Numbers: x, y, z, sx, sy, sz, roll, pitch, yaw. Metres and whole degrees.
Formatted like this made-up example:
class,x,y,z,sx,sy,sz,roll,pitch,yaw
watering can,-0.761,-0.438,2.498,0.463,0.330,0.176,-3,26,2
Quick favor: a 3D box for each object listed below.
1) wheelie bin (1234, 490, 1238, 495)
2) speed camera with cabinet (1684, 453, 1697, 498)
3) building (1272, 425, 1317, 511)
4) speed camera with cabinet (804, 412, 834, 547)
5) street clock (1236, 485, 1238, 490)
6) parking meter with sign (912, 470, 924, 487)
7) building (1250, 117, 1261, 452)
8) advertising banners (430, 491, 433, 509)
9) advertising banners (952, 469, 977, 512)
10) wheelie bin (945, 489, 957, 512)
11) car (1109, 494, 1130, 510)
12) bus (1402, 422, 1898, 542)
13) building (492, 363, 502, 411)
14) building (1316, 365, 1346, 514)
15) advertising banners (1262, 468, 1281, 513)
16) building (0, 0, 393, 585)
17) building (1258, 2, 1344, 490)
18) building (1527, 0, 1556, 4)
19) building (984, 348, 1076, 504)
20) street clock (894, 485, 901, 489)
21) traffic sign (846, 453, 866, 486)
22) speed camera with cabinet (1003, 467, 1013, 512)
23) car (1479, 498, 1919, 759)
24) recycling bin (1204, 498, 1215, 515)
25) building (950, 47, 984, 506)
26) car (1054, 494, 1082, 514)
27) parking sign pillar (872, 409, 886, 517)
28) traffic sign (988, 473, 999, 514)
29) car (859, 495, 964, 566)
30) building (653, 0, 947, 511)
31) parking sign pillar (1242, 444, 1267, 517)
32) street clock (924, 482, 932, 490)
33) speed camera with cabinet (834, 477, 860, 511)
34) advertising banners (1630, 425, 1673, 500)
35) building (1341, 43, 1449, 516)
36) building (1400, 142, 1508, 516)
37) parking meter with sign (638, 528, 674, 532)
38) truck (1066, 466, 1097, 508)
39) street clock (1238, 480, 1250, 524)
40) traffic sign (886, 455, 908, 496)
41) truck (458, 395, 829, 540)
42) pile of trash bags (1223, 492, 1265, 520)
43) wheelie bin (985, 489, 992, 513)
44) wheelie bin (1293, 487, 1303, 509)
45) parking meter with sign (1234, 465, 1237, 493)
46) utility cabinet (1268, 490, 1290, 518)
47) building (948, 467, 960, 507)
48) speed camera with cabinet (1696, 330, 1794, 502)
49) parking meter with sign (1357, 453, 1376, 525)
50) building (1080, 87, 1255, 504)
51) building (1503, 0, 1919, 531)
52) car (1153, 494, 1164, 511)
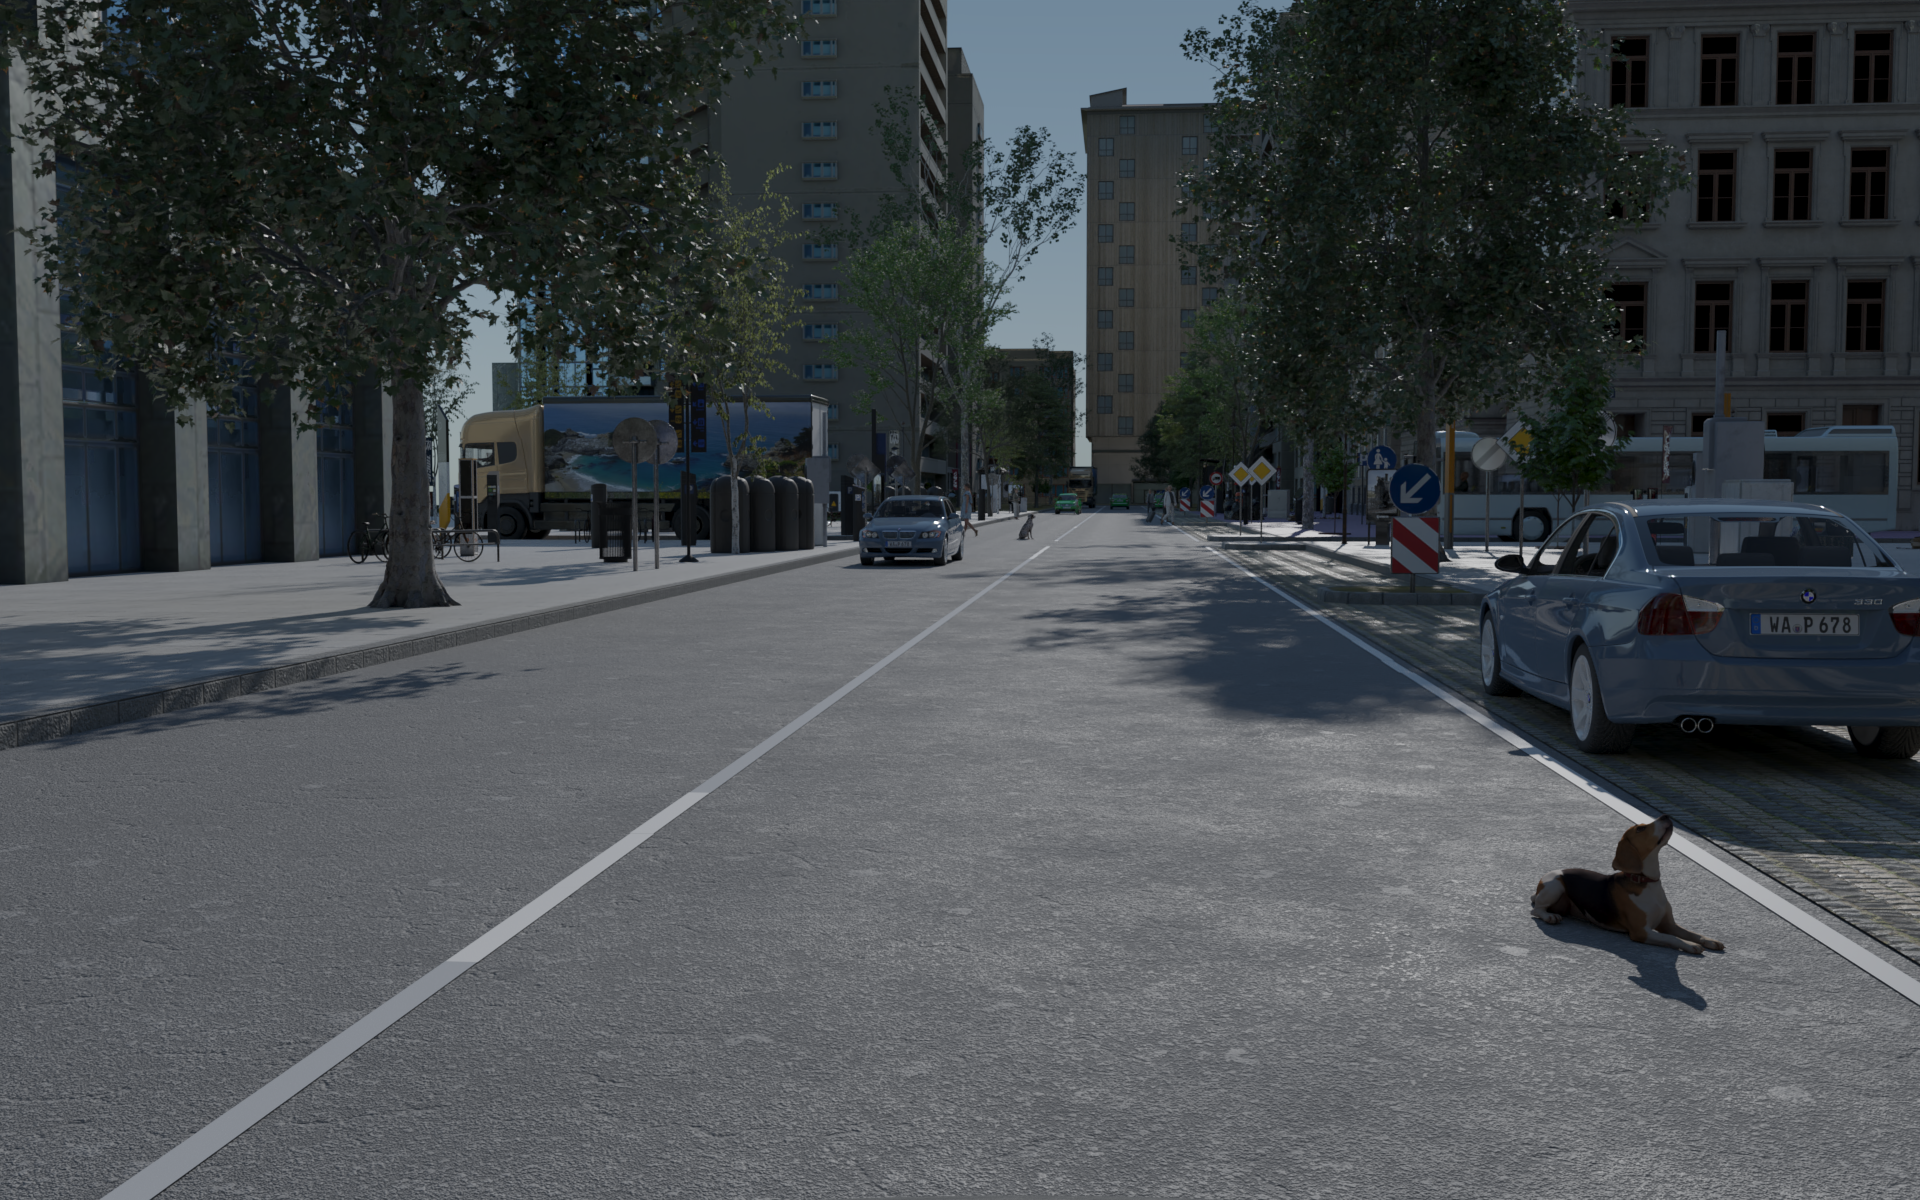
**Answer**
class,x,y,z,sx,sy,sz,roll,pitch,yaw
wheelie bin,20.115,-7.161,124.985,0.693,1.594,0.980,-2,4,-27
speed camera with cabinet,15.942,-2.617,37.124,0.660,3.252,2.038,1,4,17
building,41.224,-18.257,143.538,27.650,21.520,28.899,0,4,5
speed camera with cabinet,-3.571,-2.953,42.614,0.660,3.252,2.038,-1,4,-9
street clock,16.880,-6.112,104.497,0.358,2.002,0.471,3,4,37
parking meter with sign,-2.743,-7.759,123.126,0.543,3.016,1.738,2,4,25
building,38.898,-32.816,186.651,14.600,45.320,14.200,0,4,5
advertising banners,-30.824,-6.392,100.691,2.074,3.025,0.090,-1,4,-17
advertising banners,0.301,-7.643,121.148,2.074,3.025,0.090,-2,4,-32
wheelie bin,-0.633,-6.724,117.853,0.693,1.594,0.980,-3,5,-39
car,14.866,-9.321,161.198,1.959,1.807,4.718,0,4,5
bus,18.487,-3.250,48.001,13.247,3.499,2.948,0,4,6
building,-34.932,-53.555,188.302,31.000,86.520,22.319,0,4,5
building,31.629,-17.666,118.509,12.332,23.373,15.834,0,4,5
advertising banners,20.756,-7.295,115.458,0.090,3.025,2.074,-2,4,-27
building,-28.466,-43.574,25.110,31.000,86.520,22.319,0,4,5
building,40.675,-33.295,168.077,21.300,48.544,21.600,0,4,5
building,82.039,-47.947,222.180,20.611,71.187,20.563,0,4,5
building,0.912,-23.892,235.666,28.899,21.520,27.650,0,4,5
street clock,-3.683,-5.961,102.032,0.358,2.002,0.471,2,4,32
traffic sign,-3.201,-3.316,54.318,0.768,2.556,0.104,1,4,13
speed camera with cabinet,2.803,-8.000,125.129,2.038,3.252,0.660,1,4,9
car,4.427,0.080,10.699,2.014,1.417,4.499,0,4,6
recycling bin,15.689,-5.874,108.599,0.722,1.027,0.722,0,4,2
building,-8.736,-34.438,186.766,21.600,48.544,21.300,0,4,5
car,7.735,-7.030,123.744,1.959,1.807,4.718,0,4,6
parking sign pillar,-2.615,-4.106,55.600,1.447,3.967,1.447,0,4,-2
traffic sign,1.942,-6.338,103.738,0.768,2.556,0.104,1,4,13
car,-0.950,-1.484,36.269,2.014,1.417,4.499,0,4,7
building,-12.676,-31.630,140.846,21.300,48.544,21.600,0,4,5
parking sign pillar,16.422,-6.619,96.694,1.447,3.967,1.447,-1,4,-16
street clock,-1.948,-6.115,104.553,0.471,2.002,0.358,-1,4,-9
speed camera with cabinet,-7.236,-6.939,107.787,2.038,3.252,0.660,1,4,18
advertising banners,17.378,-2.893,43.482,2.074,3.025,0.090,-3,5,-42
building,29.870,-19.226,100.256,13.634,28.700,20.117,0,4,5
building,26.651,-13.200,80.446,10.561,19.102,19.286,0,4,5
parking meter with sign,-10.010,-3.786,58.163,1.738,3.016,0.543,-2,4,-26
truck,12.575,-11.529,177.410,2.839,4.237,11.283,0,4,7
street clock,12.067,-4.190,73.070,0.358,2.002,0.471,1,4,17
traffic sign,-2.086,-3.462,56.712,0.768,2.556,0.104,1,4,13
truck,-9.584,-3.777,50.670,11.283,4.237,2.839,0,4,7
pile of trash bags,14.221,-4.745,87.329,1.912,1.369,3.447,0,4,2
wheelie bin,1.701,-6.548,114.965,0.980,1.594,0.693,2,4,35
wheelie bin,16.395,-4.594,83.026,0.693,1.594,0.980,-1,4,-18
parking meter with sign,17.559,-6.699,105.789,1.738,3.016,0.543,-2,4,-25
utility cabinet,16.581,-4.981,90.111,1.173,1.500,0.318,3,5,44
building,-10.596,-44.212,161.118,20.563,71.187,20.611,0,4,5
speed camera with cabinet,9.249,-1.591,20.342,0.660,3.252,2.038,1,4,12
parking meter with sign,17.359,-4.663,72.501,0.543,3.016,1.738,-2,4,-24
building,30.196,-39.345,232.526,27.495,52.752,28.713,0,4,5
building,31.564,-13.948,64.201,21.152,22.565,11.583,0,4,5
car,17.070,-8.387,145.925,1.959,1.807,4.718,0,4,6
